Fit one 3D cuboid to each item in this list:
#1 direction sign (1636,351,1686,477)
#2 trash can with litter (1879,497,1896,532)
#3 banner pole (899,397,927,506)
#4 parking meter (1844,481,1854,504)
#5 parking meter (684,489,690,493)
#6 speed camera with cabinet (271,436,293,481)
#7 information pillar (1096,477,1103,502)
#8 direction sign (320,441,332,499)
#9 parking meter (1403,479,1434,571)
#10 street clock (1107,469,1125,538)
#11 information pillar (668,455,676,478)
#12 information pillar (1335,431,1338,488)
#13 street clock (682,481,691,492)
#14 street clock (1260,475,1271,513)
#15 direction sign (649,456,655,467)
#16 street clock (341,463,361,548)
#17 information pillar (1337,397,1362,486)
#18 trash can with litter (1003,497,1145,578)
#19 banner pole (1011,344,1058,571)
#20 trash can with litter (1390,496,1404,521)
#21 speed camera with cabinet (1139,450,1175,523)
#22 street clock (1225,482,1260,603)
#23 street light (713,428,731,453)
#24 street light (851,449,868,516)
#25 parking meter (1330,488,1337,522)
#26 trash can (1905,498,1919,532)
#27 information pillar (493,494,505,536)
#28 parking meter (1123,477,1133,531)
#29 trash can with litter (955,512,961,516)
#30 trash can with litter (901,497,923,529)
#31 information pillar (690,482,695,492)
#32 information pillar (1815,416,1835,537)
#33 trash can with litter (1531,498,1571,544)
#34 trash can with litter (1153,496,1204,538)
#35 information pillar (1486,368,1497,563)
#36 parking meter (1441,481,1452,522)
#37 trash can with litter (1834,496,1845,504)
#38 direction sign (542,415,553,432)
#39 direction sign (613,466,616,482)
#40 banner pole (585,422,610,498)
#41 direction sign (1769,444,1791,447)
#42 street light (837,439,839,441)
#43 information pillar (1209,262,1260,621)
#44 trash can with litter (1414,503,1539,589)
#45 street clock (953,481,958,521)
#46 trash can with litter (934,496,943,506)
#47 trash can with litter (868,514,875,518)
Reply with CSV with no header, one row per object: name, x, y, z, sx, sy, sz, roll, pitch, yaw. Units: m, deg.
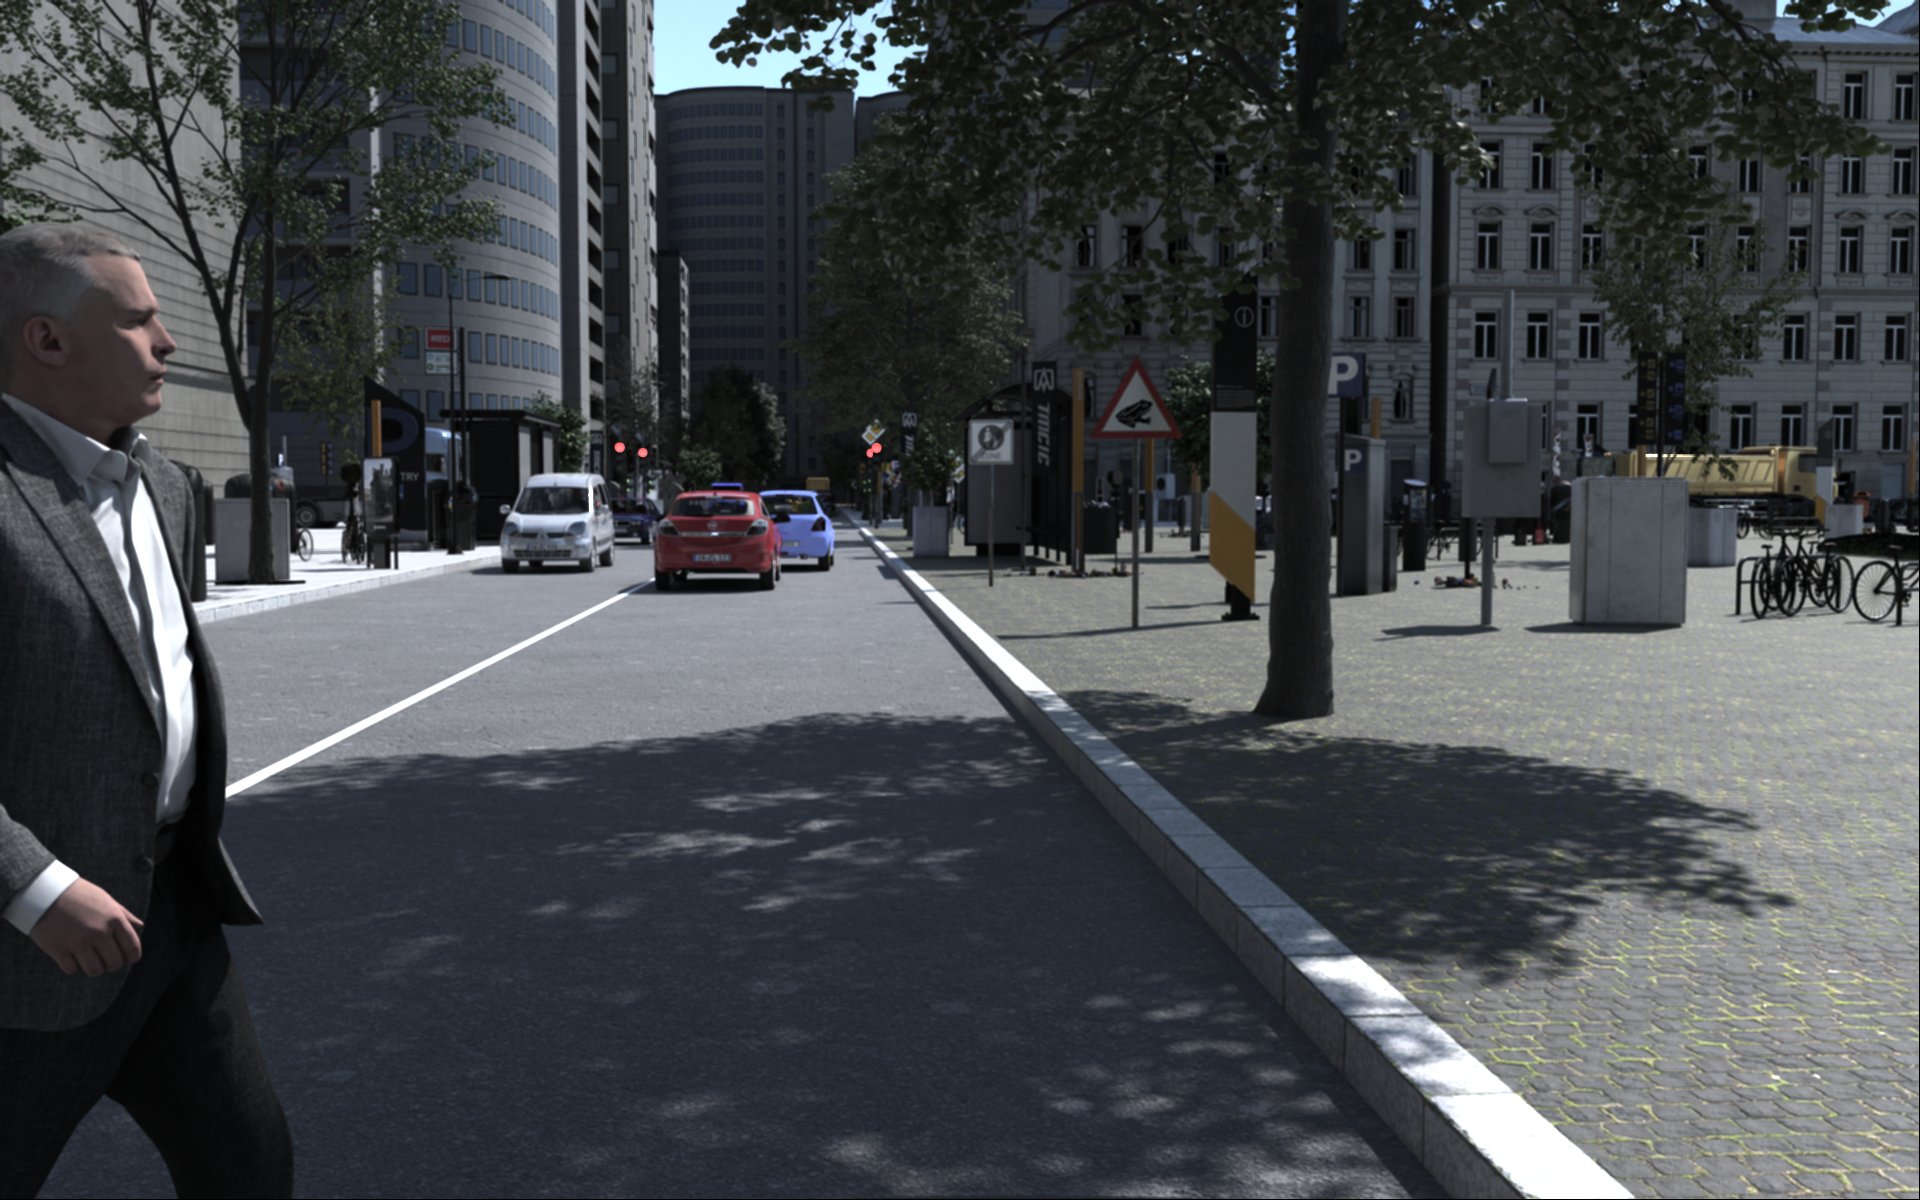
direction sign,11.177,-2.183,27.682,0.876,3.537,0.379,-1,4,-17
trash can with litter,26.941,-2.395,50.215,1.678,1.210,2.233,2,4,33
banner pole,-1.143,-3.339,44.613,0.863,3.779,0.401,-1,4,-17
parking meter,41.124,-4.554,80.166,0.255,1.863,0.399,0,4,-2
parking meter,-15.717,-5.758,99.854,0.255,1.863,0.399,1,4,12
speed camera with cabinet,-23.790,-3.988,59.542,2.038,3.252,0.660,2,4,34
information pillar,6.115,-4.362,75.809,0.304,2.012,0.304,0,4,2
direction sign,-27.120,-5.027,74.194,0.379,3.537,0.876,1,4,10
parking meter,7.608,-1.258,28.980,0.372,1.533,0.369,0,3,0
street clock,4.502,-2.785,50.112,0.471,2.002,0.358,-2,4,-31
information pillar,-17.344,-6.912,104.365,0.183,3.616,0.504,3,5,45
information pillar,14.008,-4.459,64.257,0.183,3.616,0.504,0,4,-2
street clock,-14.718,-5.428,93.324,0.358,2.002,0.471,2,4,30
street clock,8.159,-2.562,46.462,0.358,2.002,0.471,3,5,42
direction sign,-18.581,-6.874,104.379,0.379,3.537,0.876,-2,4,-34
street clock,-14.323,-2.215,40.783,0.358,2.002,0.471,1,4,18
information pillar,6.972,-2.410,30.757,0.183,3.616,0.504,-1,4,-20
trash can with litter,1.803,-0.986,27.173,2.233,1.210,1.678,0,4,3
banner pole,1.255,-2.372,28.807,0.863,3.779,0.401,2,4,30
trash can with litter,20.592,-4.233,80.602,1.055,1.170,0.624,0,4,5
speed camera with cabinet,8.694,-5.081,77.403,0.660,3.252,2.038,-3,4,-38
street clock,3.248,-0.973,20.487,0.471,2.002,0.358,0,4,2
street light,-16.708,-9.092,121.201,1.470,5.913,1.316,0,4,-4
street light,-5.888,-7.712,98.626,1.470,5.913,1.316,0,4,-4
parking meter,13.111,-3.190,60.574,0.372,1.533,0.369,0,3,0
trash can,32.048,-2.834,57.987,0.748,1.137,0.748,0,3,0
information pillar,-13.658,-2.865,51.337,0.304,2.012,0.304,0,4,-4
parking meter,5.930,-3.356,60.584,0.399,1.863,0.255,-1,4,-22
trash can with litter,-1.003,-5.540,101.635,2.233,1.210,1.678,0,4,2
trash can with litter,-1.614,-3.159,63.044,1.055,1.170,0.624,0,4,-1
information pillar,-16.052,-6.066,103.674,0.304,2.012,0.304,-2,4,-34
information pillar,26.069,-3.720,52.174,0.183,3.616,0.504,-3,5,-41
trash can with litter,15.378,-2.045,44.819,1.055,1.170,0.624,0,4,-5
trash can with litter,6.429,-2.477,51.562,1.678,1.210,2.233,1,4,17
information pillar,9.789,-2.484,31.972,0.183,3.616,0.504,2,4,28
parking meter,21.450,-4.323,76.389,0.255,1.863,0.399,-2,4,-27
trash can with litter,64.221,-6.925,124.284,2.233,1.210,1.678,-1,4,-17
direction sign,-11.897,-3.532,49.744,0.379,3.537,0.876,1,4,13
direction sign,-28.296,-9.168,141.886,0.379,3.537,0.876,-2,4,-27
banner pole,-12.367,-4.268,59.807,0.863,3.779,0.401,-1,4,-18
direction sign,37.122,-5.304,78.721,0.876,3.537,0.379,-1,4,-12
street light,-9.689,-10.672,147.020,1.470,5.913,1.316,0,4,-4
information pillar,2.783,-1.602,17.545,0.504,3.616,0.183,-1,4,-15
trash can with litter,7.295,-0.821,24.480,1.678,1.210,2.233,1,4,17
street clock,-0.348,-4.787,82.837,0.471,2.002,0.358,-3,4,-37
trash can with litter,-0.978,-5.000,93.137,0.624,1.170,1.055,-1,4,-23
trash can with litter,-4.780,-5.022,93.494,0.624,1.170,1.055,-1,4,-19
